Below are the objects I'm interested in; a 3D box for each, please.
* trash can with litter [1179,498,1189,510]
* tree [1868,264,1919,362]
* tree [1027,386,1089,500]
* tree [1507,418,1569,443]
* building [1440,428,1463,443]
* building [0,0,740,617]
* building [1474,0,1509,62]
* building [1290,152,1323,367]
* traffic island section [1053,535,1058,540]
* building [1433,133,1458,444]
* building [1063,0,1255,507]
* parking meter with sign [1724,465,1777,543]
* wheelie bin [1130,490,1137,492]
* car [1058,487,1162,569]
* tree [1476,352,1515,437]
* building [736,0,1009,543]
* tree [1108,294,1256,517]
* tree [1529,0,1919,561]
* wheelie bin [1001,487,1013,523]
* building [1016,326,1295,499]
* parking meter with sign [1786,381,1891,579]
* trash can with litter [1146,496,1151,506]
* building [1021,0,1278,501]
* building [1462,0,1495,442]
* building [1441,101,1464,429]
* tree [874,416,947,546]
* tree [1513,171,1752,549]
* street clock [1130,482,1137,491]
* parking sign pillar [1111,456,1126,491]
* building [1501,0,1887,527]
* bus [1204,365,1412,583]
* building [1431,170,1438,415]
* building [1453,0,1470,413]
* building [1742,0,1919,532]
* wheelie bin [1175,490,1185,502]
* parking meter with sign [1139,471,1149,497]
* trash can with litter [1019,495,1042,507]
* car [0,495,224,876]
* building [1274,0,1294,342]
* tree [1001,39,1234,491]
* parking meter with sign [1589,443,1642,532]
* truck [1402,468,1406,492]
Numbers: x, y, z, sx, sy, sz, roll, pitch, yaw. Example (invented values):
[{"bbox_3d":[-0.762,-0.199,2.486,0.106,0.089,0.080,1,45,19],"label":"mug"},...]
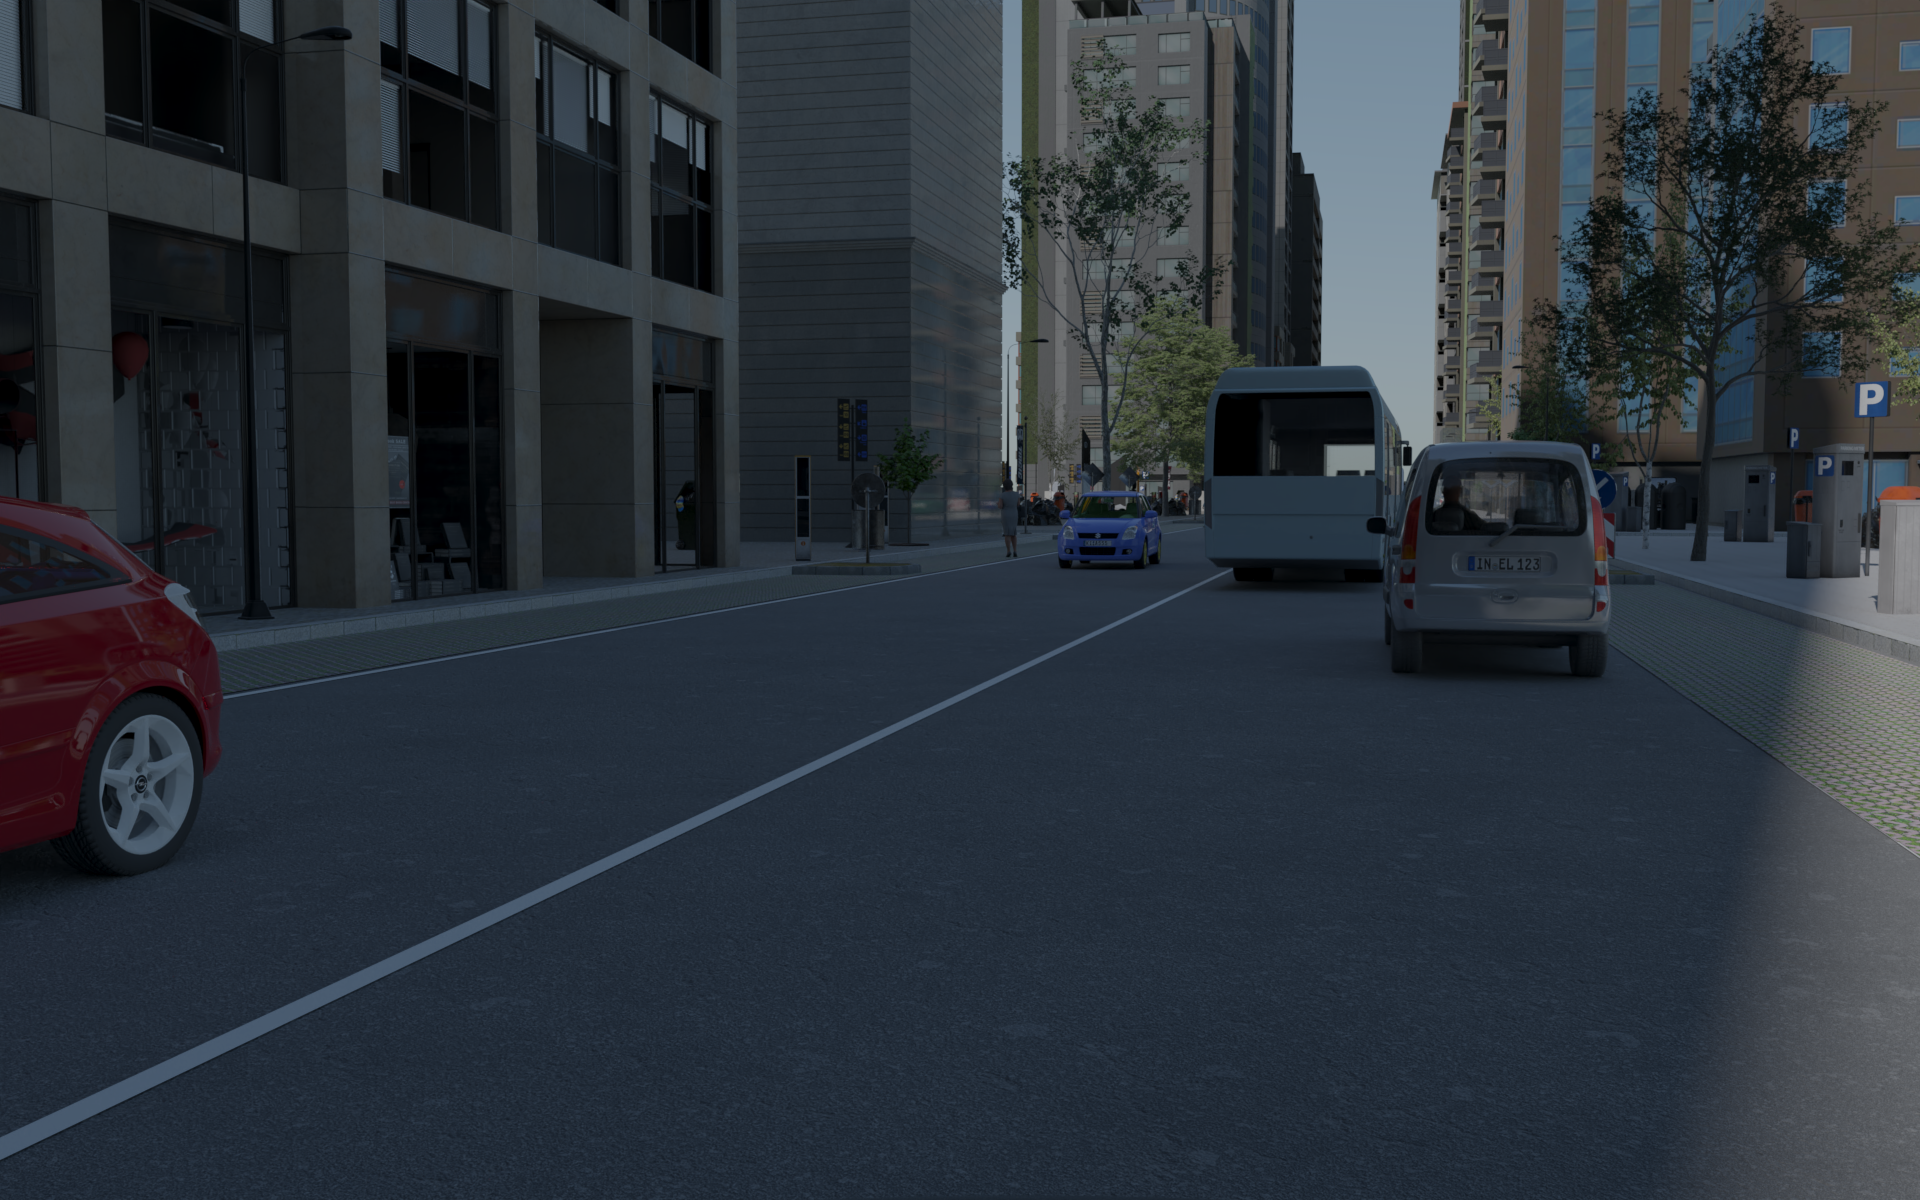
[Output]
[{"bbox_3d":[17.677,-7.590,135.485,1.055,1.170,0.624,-1,4,-20],"label":"trash can with litter"},{"bbox_3d":[25.782,-5.762,44.564,4.737,8.622,4.395,0,3,0],"label":"tree"},{"bbox_3d":[6.413,-10.291,118.617,4.360,8.622,3.978,0,3,0],"label":"tree"},{"bbox_3d":[24.585,-5.507,73.748,4.285,4.588,4.351,0,3,0],"label":"tree"},{"bbox_3d":[56.534,-51.736,158.548,22.319,86.520,31.000,1,4,14],"label":"building"},{"bbox_3d":[-17.336,-12.927,15.878,19.350,26.468,34.151,1,4,14],"label":"building"},{"bbox_3d":[43.888,-27.780,108.821,22.147,44.769,28.867,1,4,14],"label":"building"},{"bbox_3d":[40.492,-38.325,250.321,21.300,48.544,21.600,1,4,14],"label":"building"},{"bbox_3d":[4.191,-2.017,55.259,2.009,0.180,2.903,1,4,14],"label":"traffic island section"},{"bbox_3d":[82.222,-39.974,242.808,28.713,52.752,27.495,1,4,14],"label":"building"},{"bbox_3d":[16.878,-28.226,145.085,14.154,41.232,14.086,1,4,14],"label":"building"},{"bbox_3d":[21.306,-3.051,46.141,0.543,3.016,1.738,-3,5,-42],"label":"parking meter with sign"},{"bbox_3d":[12.390,-7.075,123.579,0.980,1.594,0.693,2,4,35],"label":"wheelie bin"},{"bbox_3d":[3.001,-1.518,34.410,1.945,1.707,3.694,1,4,13],"label":"car"},{"bbox_3d":[23.425,-7.214,68.305,4.737,8.622,4.395,0,3,0],"label":"tree"},{"bbox_3d":[-14.226,-16.879,53.465,29.804,29.767,11.434,1,4,14],"label":"building"},{"bbox_3d":[12.125,-11.019,98.291,7.486,12.596,7.792,0,3,0],"label":"tree"},{"bbox_3d":[14.476,-6.015,32.761,7.601,10.594,8.767,1,4,18],"label":"tree"},{"bbox_3d":[2.035,-4.263,77.606,0.980,1.594,0.693,1,4,10],"label":"wheelie bin"},{"bbox_3d":[22.842,-21.425,195.337,27.650,21.520,28.899,1,4,14],"label":"building"},{"bbox_3d":[13.442,-1.854,26.570,1.738,3.016,0.543,-2,4,-28],"label":"parking meter with sign"},{"bbox_3d":[13.098,-6.694,120.838,0.624,1.170,1.055,2,4,30],"label":"trash can with litter"},{"bbox_3d":[18.655,-38.158,165.876,21.231,58.520,28.212,1,4,14],"label":"building"},{"bbox_3d":[47.483,-27.781,137.816,14.154,41.232,14.086,1,4,14],"label":"building"},{"bbox_3d":[64.392,-32.681,188.963,22.147,44.769,28.867,1,4,14],"label":"building"},{"bbox_3d":[-1.398,-2.963,43.046,1.663,3.219,1.824,0,3,0],"label":"tree"},{"bbox_3d":[16.134,-5.505,40.369,4.737,8.622,4.395,0,3,0],"label":"tree"},{"bbox_3d":[8.982,-5.214,89.823,0.358,2.002,0.471,-1,4,-13],"label":"street clock"},{"bbox_3d":[10.503,-7.836,116.583,1.447,3.967,1.447,0,4,0],"label":"parking sign pillar"},{"bbox_3d":[33.303,-26.358,81.057,14.600,45.320,14.200,1,4,14],"label":"building"},{"bbox_3d":[6.570,-2.233,31.371,2.948,3.499,13.247,1,4,15],"label":"bus"},{"bbox_3d":[88.093,-41.614,269.630,28.713,52.752,27.495,1,4,14],"label":"building"},{"bbox_3d":[71.709,-47.821,220.117,20.563,71.187,20.611,1,4,14],"label":"building"},{"bbox_3d":[35.796,-25.222,62.490,14.200,45.320,14.600,1,4,14],"label":"building"},{"bbox_3d":[17.577,-7.930,137.561,0.980,1.594,0.693,-2,4,-30],"label":"wheelie bin"},{"bbox_3d":[13.960,-8.321,132.305,0.543,3.016,1.738,1,4,22],"label":"parking meter with sign"},{"bbox_3d":[4.131,-5.527,101.431,2.233,1.210,1.678,0,4,4],"label":"trash can with litter"},{"bbox_3d":[-4.235,0.229,5.301,2.155,1.783,4.494,1,4,13],"label":"car"},{"bbox_3d":[35.481,-48.374,229.166,20.563,71.187,20.611,1,4,14],"label":"building"},{"bbox_3d":[5.515,-13.409,75.133,12.611,20.169,13.585,0,3,0],"label":"tree"},{"bbox_3d":[22.398,-3.844,59.111,0.543,3.016,1.738,-3,5,-39],"label":"parking meter with sign"},{"bbox_3d":[42.859,-11.093,171.123,2.967,4.110,18.799,1,4,12],"label":"truck"}]
